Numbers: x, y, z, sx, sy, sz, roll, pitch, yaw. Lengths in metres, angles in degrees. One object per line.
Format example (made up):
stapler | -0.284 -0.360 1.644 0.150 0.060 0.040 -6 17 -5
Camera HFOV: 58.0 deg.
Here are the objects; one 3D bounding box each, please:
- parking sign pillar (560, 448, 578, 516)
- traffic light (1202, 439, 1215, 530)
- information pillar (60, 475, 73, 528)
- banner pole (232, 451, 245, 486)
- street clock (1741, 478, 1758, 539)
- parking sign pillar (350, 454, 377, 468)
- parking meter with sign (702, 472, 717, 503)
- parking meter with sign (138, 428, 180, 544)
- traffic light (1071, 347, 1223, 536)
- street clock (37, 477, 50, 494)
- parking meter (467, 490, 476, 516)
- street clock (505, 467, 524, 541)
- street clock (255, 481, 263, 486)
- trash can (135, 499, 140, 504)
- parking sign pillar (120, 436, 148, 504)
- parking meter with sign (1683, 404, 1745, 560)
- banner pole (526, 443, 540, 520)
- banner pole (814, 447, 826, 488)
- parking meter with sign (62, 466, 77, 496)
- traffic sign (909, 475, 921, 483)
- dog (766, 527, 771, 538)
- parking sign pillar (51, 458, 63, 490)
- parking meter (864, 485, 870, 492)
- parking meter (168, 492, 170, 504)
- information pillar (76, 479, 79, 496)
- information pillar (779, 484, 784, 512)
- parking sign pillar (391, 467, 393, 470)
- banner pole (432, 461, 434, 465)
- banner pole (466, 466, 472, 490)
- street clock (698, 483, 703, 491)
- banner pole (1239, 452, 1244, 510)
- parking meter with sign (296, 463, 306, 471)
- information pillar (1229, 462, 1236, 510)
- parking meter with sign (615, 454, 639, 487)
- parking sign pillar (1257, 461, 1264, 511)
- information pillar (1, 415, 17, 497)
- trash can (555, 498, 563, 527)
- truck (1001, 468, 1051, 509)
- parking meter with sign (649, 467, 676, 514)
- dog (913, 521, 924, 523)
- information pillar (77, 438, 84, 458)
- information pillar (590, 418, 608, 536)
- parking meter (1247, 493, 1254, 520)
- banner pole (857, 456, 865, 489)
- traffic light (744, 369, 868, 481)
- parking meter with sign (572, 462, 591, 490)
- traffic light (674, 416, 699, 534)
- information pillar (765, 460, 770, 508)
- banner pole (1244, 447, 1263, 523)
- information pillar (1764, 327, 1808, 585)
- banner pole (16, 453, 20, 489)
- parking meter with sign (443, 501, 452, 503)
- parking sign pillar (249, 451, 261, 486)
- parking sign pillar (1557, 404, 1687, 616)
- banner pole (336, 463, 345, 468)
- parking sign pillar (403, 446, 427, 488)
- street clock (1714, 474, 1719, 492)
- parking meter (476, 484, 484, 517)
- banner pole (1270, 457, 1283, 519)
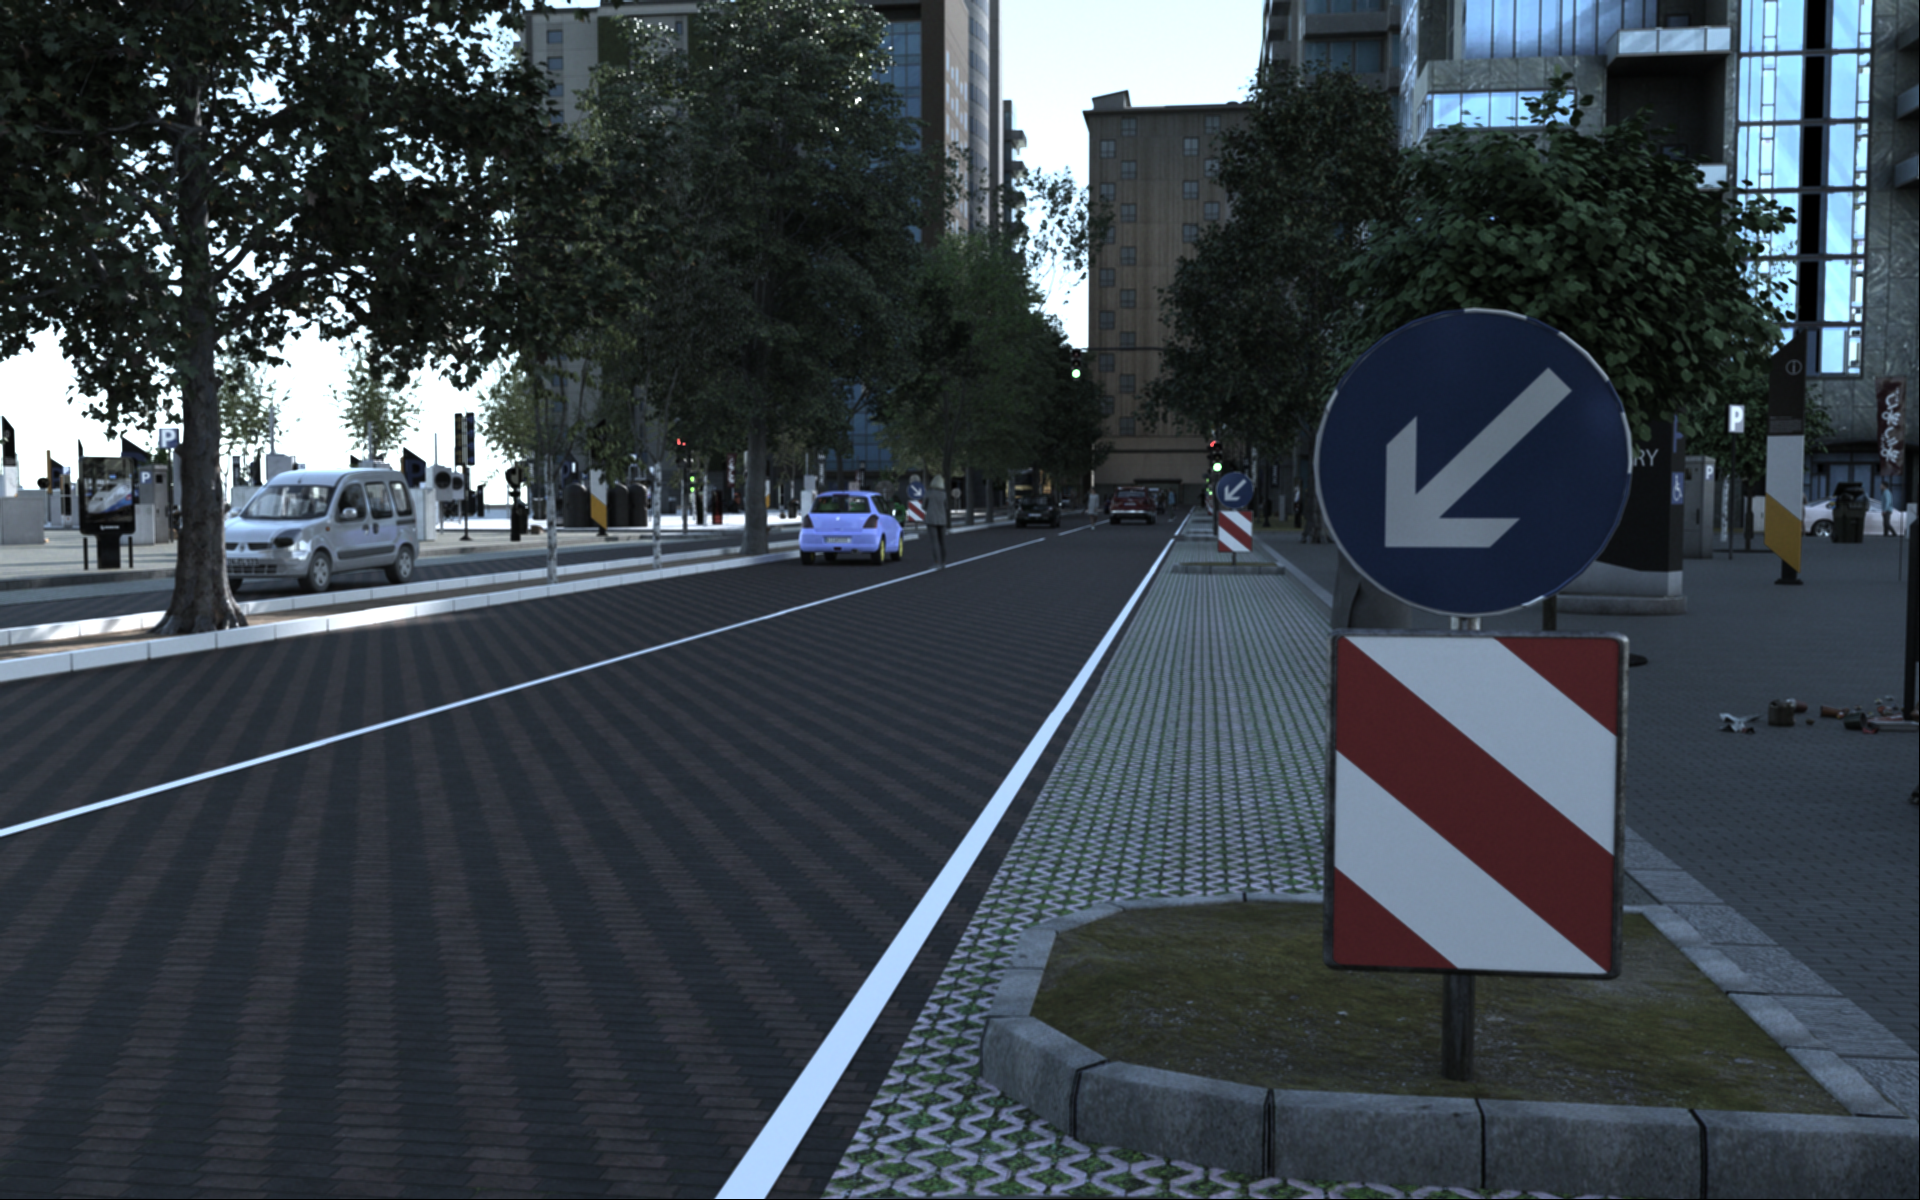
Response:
parking sign pillar | -22.826 -6.903 101.336 1.447 3.967 1.447 -3 5 -41
traffic light | 9.012 -4.428 61.317 0.839 4.253 0.868 0 4 8
information pillar | -34.327 -3.794 66.521 0.304 2.012 0.304 3 5 43
banner pole | -40.938 -6.632 98.448 0.863 3.779 0.401 -3 4 -36
street clock | 22.740 -2.770 49.861 0.358 2.002 0.471 -3 5 -43
parking sign pillar | -39.830 -7.739 115.011 1.447 3.967 1.447 0 4 -7
parking meter with sign | -19.645 -8.609 137.017 1.738 3.016 0.543 2 4 27
parking meter with sign | -20.876 -2.967 44.769 0.543 3.016 1.738 0 4 7
traffic light | 5.821 -4.825 53.558 4.771 5.953 1.251 0 4 8
street clock | -39.298 -4.264 74.283 0.471 2.002 0.358 -2 4 -35
parking meter | -32.095 -6.468 114.155 0.372 1.533 0.369 0 3 0
street clock | -12.114 -2.604 47.141 0.358 2.002 0.471 3 4 37
street clock | -40.275 -5.810 99.570 0.358 2.002 0.471 1 4 9
trash can | -22.665 -2.200 47.630 0.748 1.137 0.748 0 3 0
parking sign pillar | -38.145 -5.609 80.183 1.447 3.967 1.447 0 4 -4
parking meter with sign | 14.639 -2.341 34.544 0.543 3.016 1.738 -2 4 -35
banner pole | -20.768 -5.779 84.508 0.863 3.779 0.401 -2 4 -29
banner pole | -6.900 -5.794 84.746 0.863 3.779 0.401 2 4 28
parking meter with sign | -55.014 -6.831 107.944 0.543 3.016 1.738 1 4 15
traffic sign | -2.941 -6.881 112.616 0.768 2.556 0.104 1 4 15
dog | -5.584 -1.797 48.664 0.540 0.507 0.406 -1 4 -9
parking sign pillar | -65.939 -8.459 126.769 1.447 3.967 1.447 0 4 -7
parking meter | -6.193 -6.703 115.297 0.399 1.863 0.255 -2 4 -27
parking meter | -53.088 -6.746 116.007 0.399 1.863 0.255 3 5 42
information pillar | -41.737 -4.753 82.203 0.304 2.012 0.304 -3 4 -36
information pillar | -12.754 -7.297 123.802 0.304 2.012 0.304 -1 4 -20
parking sign pillar | -39.122 -7.903 117.694 1.447 3.967 1.447 -3 5 -41
banner pole | -39.162 -8.534 129.545 0.401 3.779 0.863 3 5 39
banner pole | -39.802 -9.210 140.597 0.401 3.779 0.863 1 4 20
street clock | -17.347 -6.797 115.701 0.358 2.002 0.471 -2 4 -28
banner pole | 16.868 -6.904 102.905 0.863 3.779 0.401 0 4 4
parking meter with sign | -37.485 -6.185 97.386 1.738 3.016 0.543 3 4 37
information pillar | 19.237 -8.003 122.205 0.504 3.616 0.183 0 4 7
parking meter with sign | -14.615 -4.787 74.526 0.543 3.016 1.738 2 4 33
parking sign pillar | 23.201 -8.910 134.157 1.447 3.967 1.447 1 4 18
information pillar | -28.277 -3.679 51.513 0.183 3.616 0.504 1 4 10
trash can | -15.664 -3.419 67.557 0.748 1.137 0.748 0 3 0
truck | 5.257 -8.391 133.111 3.469 3.379 9.791 1 4 9
parking meter with sign | -18.893 -6.973 110.262 0.543 3.016 1.738 3 5 44
dog | -2.072 -4.072 86.771 0.550 0.427 0.748 0 4 1
information pillar | -36.971 -4.987 72.888 0.183 3.616 0.504 -1 4 -10
information pillar | -11.055 -3.771 53.011 0.504 3.616 0.183 -1 4 -16
parking meter | 14.278 -4.857 85.123 0.255 1.863 0.399 0 4 -5
banner pole | -6.570 -7.615 114.521 0.863 3.779 0.401 -3 5 -43
traffic light | -5.655 -5.426 63.383 4.771 5.953 1.251 0 4 8
parking meter with sign | -20.577 -6.108 96.125 1.738 3.016 0.543 -2 4 -31
traffic light | -8.846 -4.086 55.729 0.839 4.253 0.868 0 4 8
information pillar | -11.582 -6.835 103.111 0.504 3.616 0.183 0 4 -5
banner pole | 13.289 -5.368 77.776 0.401 3.779 0.863 -2 4 -24
information pillar | 11.715 -2.031 24.554 0.504 3.616 0.183 3 4 36
banner pole | -60.891 -7.443 111.714 0.863 3.779 0.401 2 4 23
parking meter with sign | -35.553 -7.453 118.122 1.738 3.016 0.543 -1 4 -22
parking sign pillar | -41.985 -7.019 103.233 1.447 3.967 1.447 -1 4 -12
parking sign pillar | 7.180 -1.859 18.868 1.447 3.967 1.447 3 5 43
banner pole | -50.238 -9.214 140.659 0.863 3.779 0.401 -1 4 -22
parking sign pillar | -30.577 -6.658 97.335 1.447 3.967 1.447 -3 4 -36
street clock | 18.749 -2.380 43.477 0.471 2.002 0.358 -1 4 -9
parking meter | -27.042 -5.620 97.594 0.399 1.863 0.255 -1 4 -14
banner pole | 16.523 -6.117 90.038 0.863 3.779 0.401 1 4 14
